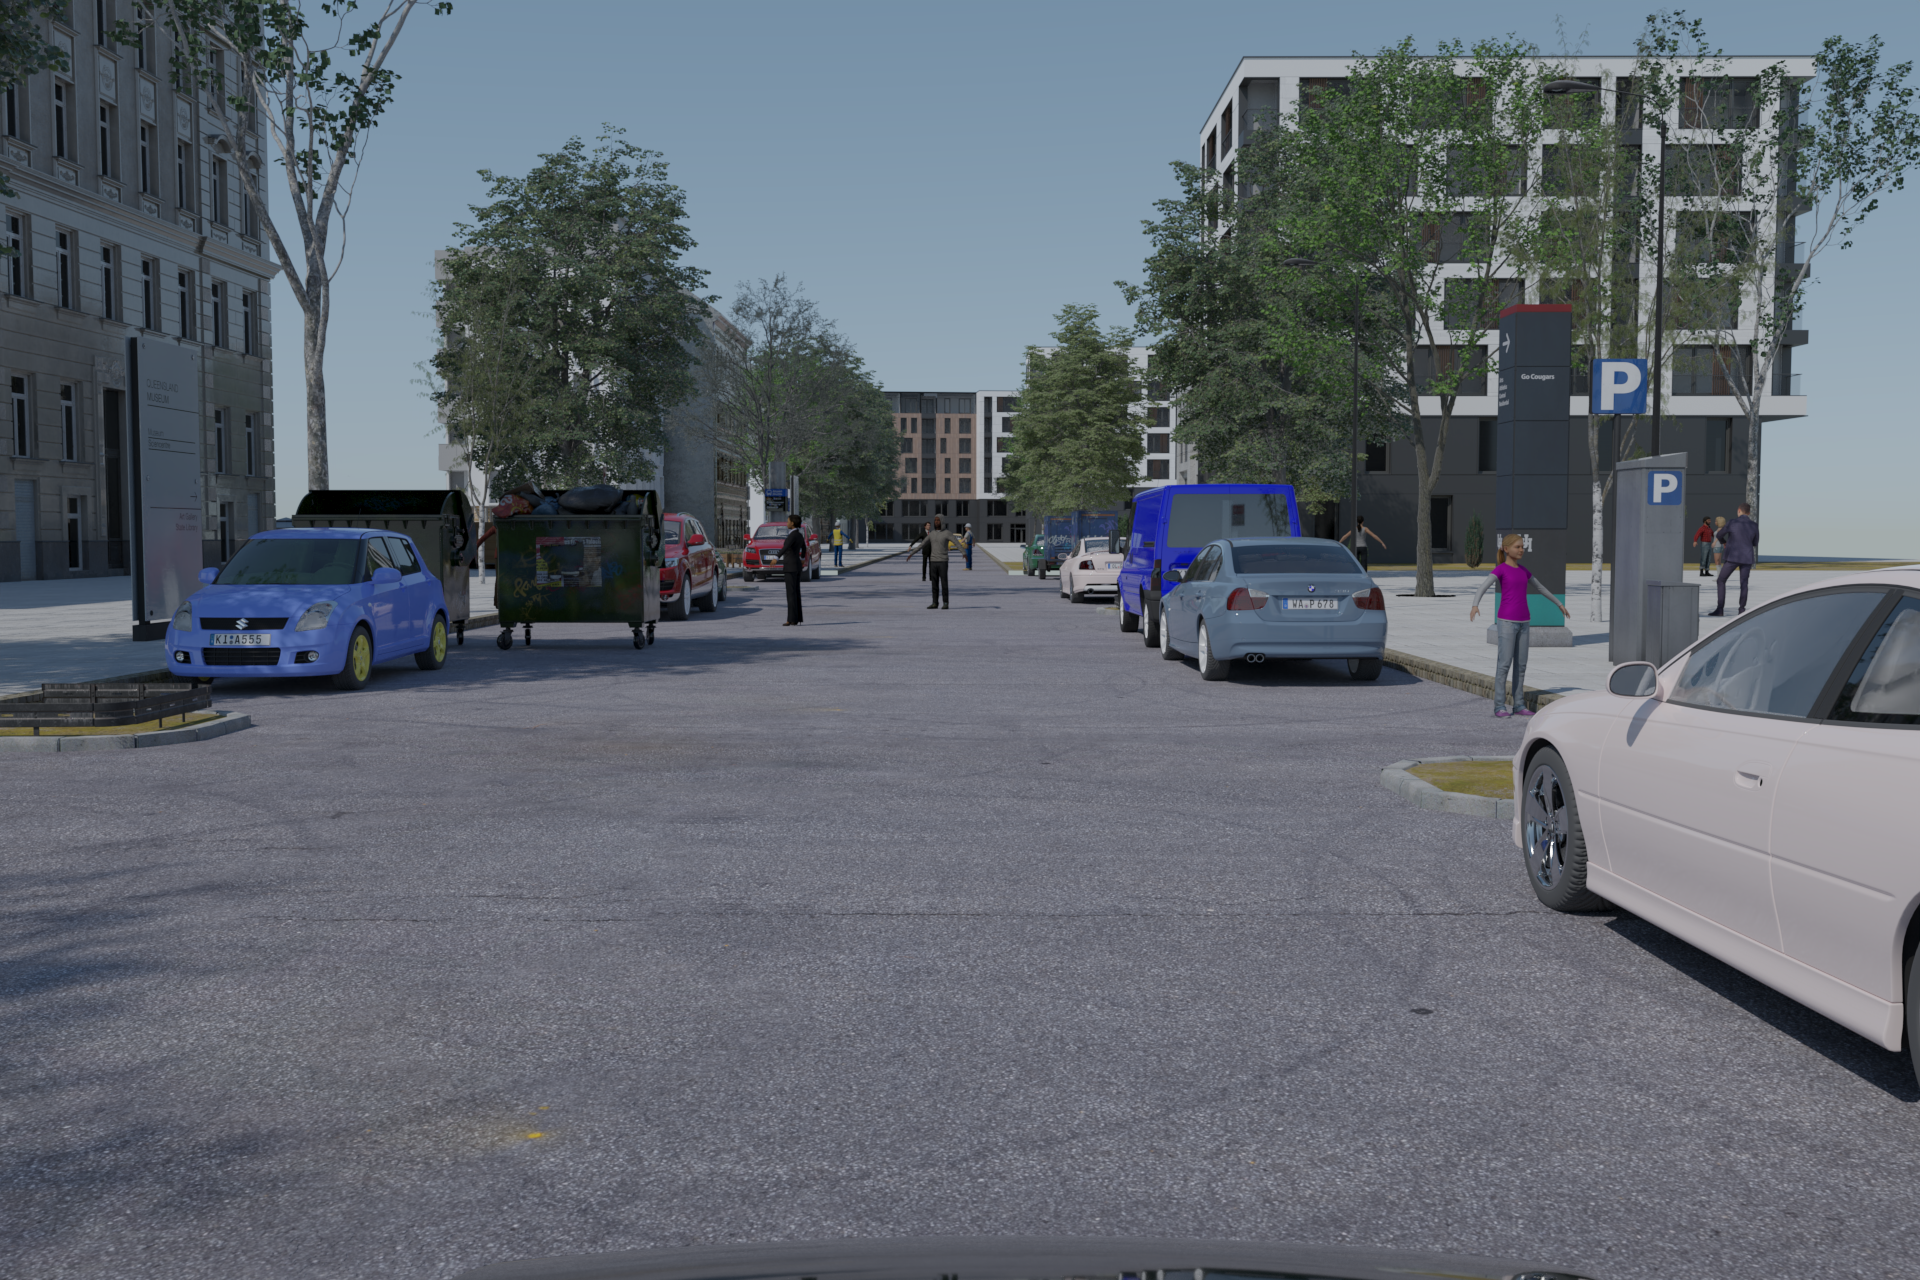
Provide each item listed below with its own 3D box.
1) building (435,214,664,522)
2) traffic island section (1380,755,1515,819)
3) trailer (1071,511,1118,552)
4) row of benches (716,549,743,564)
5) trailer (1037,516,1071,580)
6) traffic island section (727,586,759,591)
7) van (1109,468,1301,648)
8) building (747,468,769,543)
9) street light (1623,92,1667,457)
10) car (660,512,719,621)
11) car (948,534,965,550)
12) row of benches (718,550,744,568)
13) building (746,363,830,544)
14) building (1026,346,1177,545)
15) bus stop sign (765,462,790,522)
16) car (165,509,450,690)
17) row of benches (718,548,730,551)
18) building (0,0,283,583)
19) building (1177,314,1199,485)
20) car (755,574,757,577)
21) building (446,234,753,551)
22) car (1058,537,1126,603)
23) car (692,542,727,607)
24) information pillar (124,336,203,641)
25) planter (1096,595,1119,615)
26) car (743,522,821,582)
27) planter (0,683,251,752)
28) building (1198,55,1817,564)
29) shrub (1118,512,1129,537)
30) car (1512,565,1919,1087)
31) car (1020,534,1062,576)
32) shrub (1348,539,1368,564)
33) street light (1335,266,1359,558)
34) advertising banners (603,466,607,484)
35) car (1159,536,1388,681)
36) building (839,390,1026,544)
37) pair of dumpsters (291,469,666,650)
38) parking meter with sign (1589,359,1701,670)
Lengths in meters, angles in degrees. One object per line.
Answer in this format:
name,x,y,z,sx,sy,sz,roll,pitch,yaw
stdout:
building,-25.018,-15.113,103.524,16.016,20.090,11.380,0,4,1
traffic island section,3.403,0.815,9.548,1.991,0.108,1.994,0,4,0
trailer,3.348,-2.256,43.927,1.471,1.999,3.904,0,3,0
row of benches,-9.030,-3.535,73.266,4.104,0.672,1.422,1,4,22
trailer,3.207,-2.964,55.510,1.471,1.999,3.904,0,4,0
traffic island section,-6.188,-1.309,44.272,1.991,0.108,1.994,0,4,0
van,3.272,-1.169,23.505,2.240,2.365,5.245,0,4,-1
building,-26.068,-15.965,203.175,9.099,9.664,28.070,0,4,-1
street light,7.756,-2.775,17.905,1.470,5.913,1.316,0,3,0
car,-5.512,-1.328,30.389,2.281,1.827,5.304,0,4,0
car,-0.476,-7.766,137.196,2.015,1.641,3.980,0,4,-1
row of benches,-8.145,-3.062,65.529,1.422,0.672,4.104,-3,4,-36
building,-26.846,-24.199,226.579,19.493,23.208,18.063,0,4,1
building,21.638,-22.076,204.912,27.936,21.610,32.646,0,4,0
bus stop sign,-6.649,-4.534,63.147,0.837,3.901,0.837,0,4,-1
car,-6.320,-0.453,17.001,1.945,1.707,3.694,0,3,0
row of benches,-11.183,-3.849,78.401,1.422,0.672,4.104,-2,4,-24
building,-30.982,-15.554,51.575,12.463,27.353,25.104,0,3,0
building,25.854,-15.765,124.213,16.747,18.905,31.486,0,4,0
car,-5.881,-2.846,58.893,2.083,1.381,4.827,0,4,0
building,-26.074,-18.161,127.866,19.493,23.208,18.063,0,3,0
car,3.185,-1.518,37.187,2.083,1.381,4.827,0,4,-1
car,-5.925,-1.459,35.653,2.131,1.459,4.920,0,3,0
information pillar,-9.808,-1.840,21.394,0.184,3.620,1.656,0,4,-1
planter,3.488,-0.627,31.398,1.991,0.319,1.994,0,4,1
car,-5.459,-2.743,53.514,2.281,1.827,5.304,0,4,0
planter,-6.259,0.536,12.376,1.991,0.319,1.994,0,4,0
building,26.130,-15.088,90.664,27.936,21.610,32.646,0,4,0
shrub,5.955,-3.592,62.770,1.661,2.075,1.752,0,3,0
car,3.169,0.440,5.171,2.083,1.381,4.827,0,4,0
car,3.185,-2.968,60.329,2.131,1.459,4.920,0,4,-1
shrub,14.821,-3.294,64.980,1.383,1.207,1.383,0,3,0
street light,7.230,-3.472,29.316,1.470,5.913,1.316,0,4,0
advertising banners,-9.103,-2.912,43.807,0.090,3.025,2.074,0,4,-1
car,3.205,-0.380,18.223,2.014,1.417,4.499,0,4,-1
building,-1.074,-25.140,257.473,32.646,21.610,27.936,0,4,-7
pair of dumpsters,-6.012,-1.031,21.815,4.436,2.255,1.574,0,4,0
parking meter with sign,6.547,-1.237,16.481,0.543,3.016,1.738,0,3,0
